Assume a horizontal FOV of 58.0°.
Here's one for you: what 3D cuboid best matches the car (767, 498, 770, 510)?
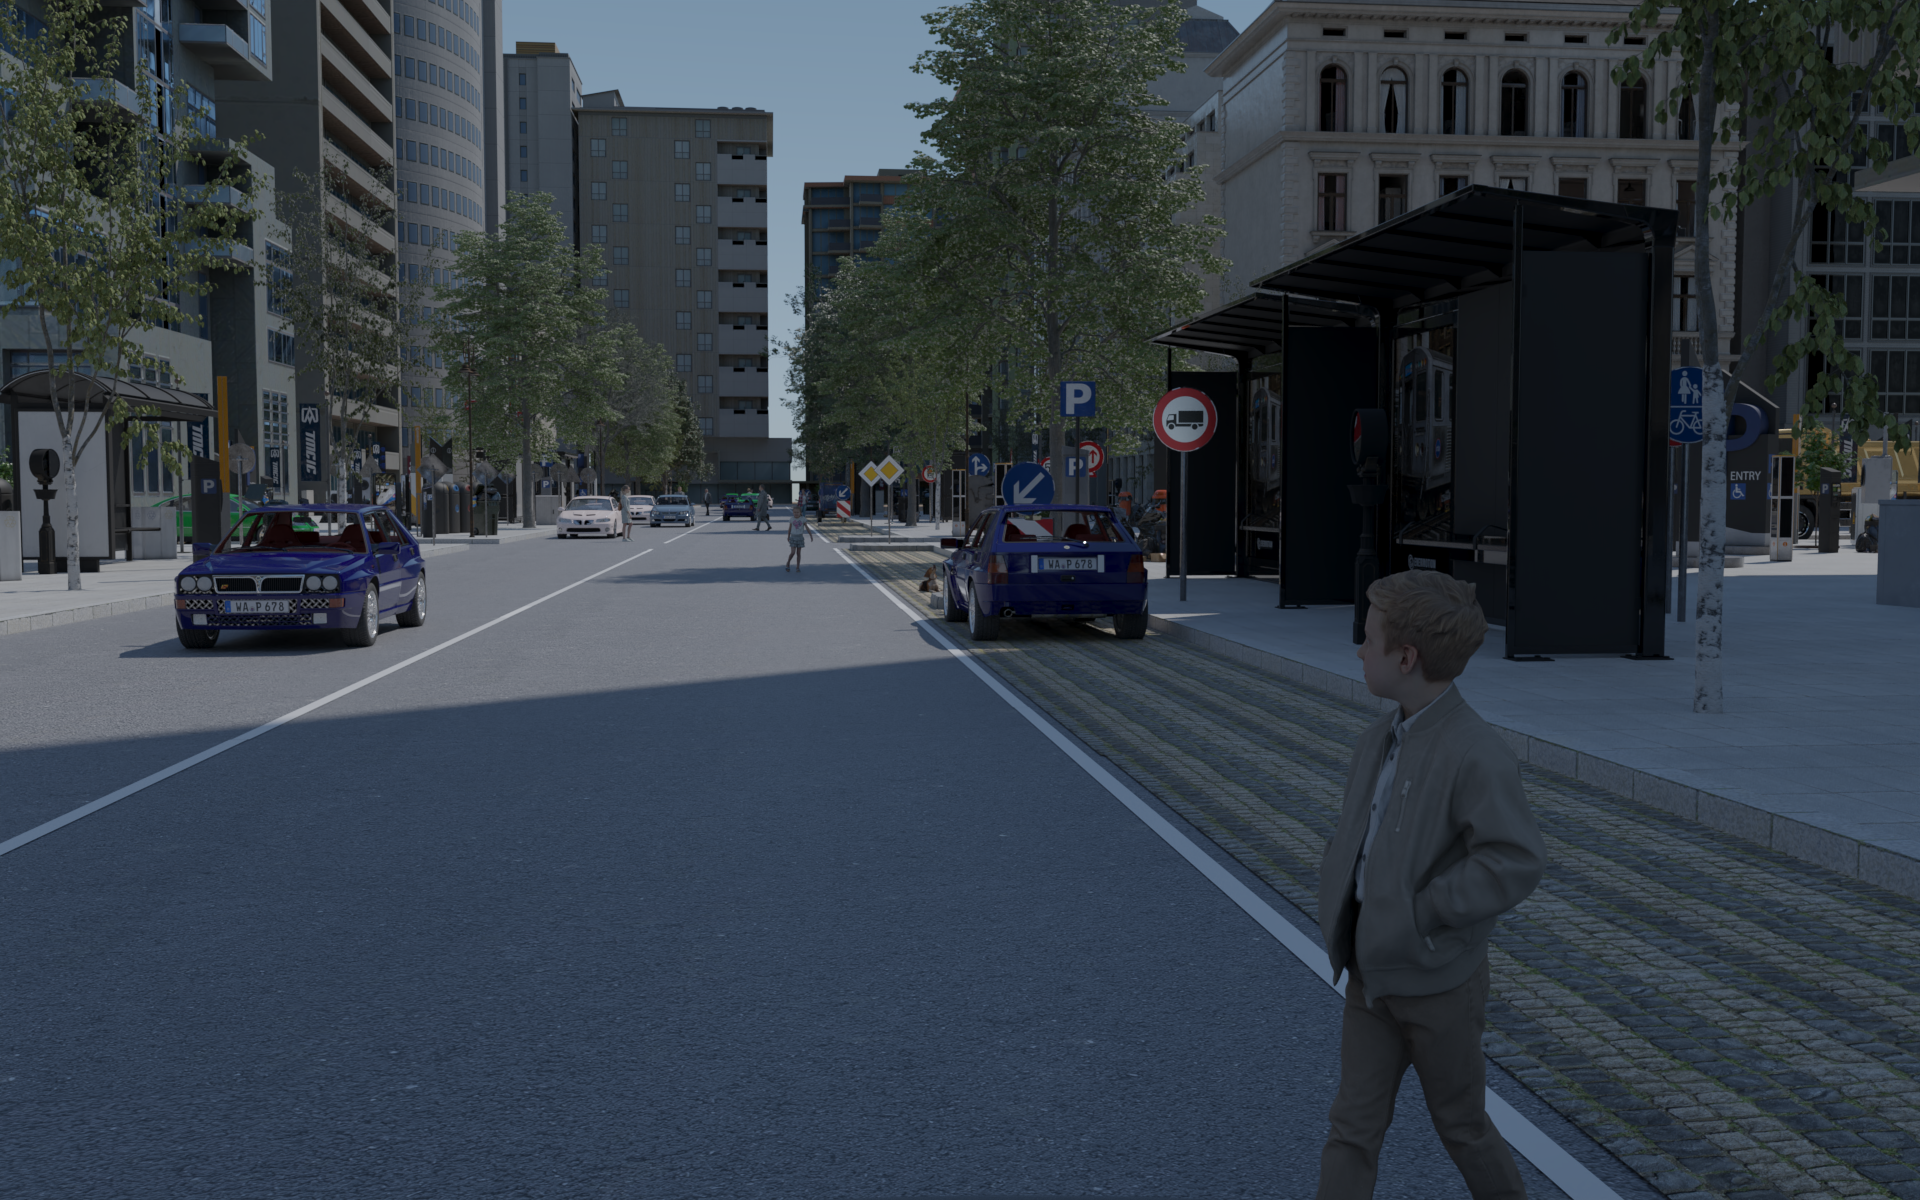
[{"bbox_3d":[-18.108,-8.785,155.638,2.014,1.417,4.499,0,4,-5],"label":"car"}]

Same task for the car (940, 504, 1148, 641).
[{"bbox_3d":[0.810,-0.346,18.237,1.945,1.354,3.894,0,4,-6],"label":"car"}]

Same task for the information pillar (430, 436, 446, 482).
[{"bbox_3d":[-21.287,-4.834,70.397,0.504,3.616,0.183,0,4,4],"label":"information pillar"}]

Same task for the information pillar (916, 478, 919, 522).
[{"bbox_3d":[-2.081,-4.596,79.631,0.304,2.012,0.304,3,5,43],"label":"information pillar"}]

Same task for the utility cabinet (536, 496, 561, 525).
[{"bbox_3d":[-16.948,-3.680,71.335,1.020,1.237,0.306,-1,4,-14],"label":"utility cabinet"}]

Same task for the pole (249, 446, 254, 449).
[{"bbox_3d":[-30.300,-4.912,74.152,0.158,3.312,0.155,0,3,0],"label":"pole"}]

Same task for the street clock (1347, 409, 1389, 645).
[{"bbox_3d":[3.474,-0.624,14.765,0.358,2.002,0.471,0,4,2],"label":"street clock"}]

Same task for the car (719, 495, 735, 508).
[{"bbox_3d":[-23.599,-10.046,176.828,1.945,1.354,3.894,0,4,-5],"label":"car"}]

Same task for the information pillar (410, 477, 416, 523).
[{"bbox_3d":[-23.646,-4.323,75.177,0.304,2.012,0.304,3,5,41],"label":"information pillar"}]

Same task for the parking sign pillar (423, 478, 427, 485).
[{"bbox_3d":[-38.018,-8.233,123.081,1.447,3.967,1.447,0,4,4],"label":"parking sign pillar"}]

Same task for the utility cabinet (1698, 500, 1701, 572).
[{"bbox_3d":[12.153,-1.033,28.059,0.306,1.237,1.020,2,4,26],"label":"utility cabinet"}]

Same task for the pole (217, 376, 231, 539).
[{"bbox_3d":[-12.793,-2.219,30.117,0.158,3.312,0.155,0,3,0],"label":"pole"}]

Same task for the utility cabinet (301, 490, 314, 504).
[{"bbox_3d":[-37.802,-5.606,100.336,0.318,1.500,1.173,0,4,-2],"label":"utility cabinet"}]

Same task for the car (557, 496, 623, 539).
[{"bbox_3d":[-12.148,-2.744,57.226,2.083,1.381,4.827,0,4,-5],"label":"car"}]

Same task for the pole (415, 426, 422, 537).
[{"bbox_3d":[-16.236,-3.552,51.919,0.158,3.312,0.155,0,3,0],"label":"pole"}]

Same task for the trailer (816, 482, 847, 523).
[{"bbox_3d":[-6.457,-4.851,86.360,1.471,1.999,3.904,0,4,-8],"label":"trailer"}]

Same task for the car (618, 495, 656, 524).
[{"bbox_3d":[-15.282,-4.288,82.472,2.083,1.381,4.827,0,4,-6],"label":"car"}]

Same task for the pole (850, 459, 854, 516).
[{"bbox_3d":[-6.345,-6.615,101.994,0.158,3.312,0.155,0,3,0],"label":"pole"}]

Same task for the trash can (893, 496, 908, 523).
[{"bbox_3d":[-2.461,-4.030,77.546,0.748,1.137,0.748,0,3,0],"label":"trash can"}]

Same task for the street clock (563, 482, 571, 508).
[{"bbox_3d":[-17.743,-4.509,78.298,0.358,2.002,0.471,-2,4,-33],"label":"street clock"}]

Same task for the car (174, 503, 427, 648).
[{"bbox_3d":[-6.519,-0.294,17.381,1.945,1.354,3.894,0,4,-7],"label":"car"}]

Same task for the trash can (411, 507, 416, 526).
[{"bbox_3d":[-22.075,-3.571,70.047,0.748,1.137,0.748,0,3,0],"label":"trash can"}]

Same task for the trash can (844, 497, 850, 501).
[{"bbox_3d":[-8.117,-6.822,123.188,0.748,1.137,0.748,0,3,0],"label":"trash can"}]

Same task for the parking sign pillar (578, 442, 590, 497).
[{"bbox_3d":[-18.123,-5.814,83.536,1.447,3.967,1.447,0,4,-7],"label":"parking sign pillar"}]

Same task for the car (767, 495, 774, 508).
[{"bbox_3d":[-20.492,-10.291,180.611,2.083,1.381,4.827,0,4,-5],"label":"car"}]

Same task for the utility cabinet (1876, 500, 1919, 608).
[{"bbox_3d":[10.916,-0.521,19.677,0.306,1.237,1.020,-1,4,-13],"label":"utility cabinet"}]

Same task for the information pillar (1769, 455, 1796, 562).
[{"bbox_3d":[15.604,-1.735,32.864,0.304,2.012,0.304,0,4,-2],"label":"information pillar"}]

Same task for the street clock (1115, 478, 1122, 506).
[{"bbox_3d":[7.178,-4.515,78.389,0.358,2.002,0.471,-1,4,-8],"label":"street clock"}]

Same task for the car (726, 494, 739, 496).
[{"bbox_3d":[-25.201,-11.179,191.572,1.959,1.807,4.718,0,4,-5],"label":"car"}]

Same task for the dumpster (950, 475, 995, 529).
[{"bbox_3d":[0.408,-2.905,53.252,1.264,1.857,1.865,0,4,-6],"label":"dumpster"}]

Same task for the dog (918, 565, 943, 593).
[{"bbox_3d":[-0.372,-0.313,25.318,0.550,0.427,0.748,2,4,25],"label":"dog"}]

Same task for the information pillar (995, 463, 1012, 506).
[{"bbox_3d":[1.040,-2.245,41.197,0.304,2.012,0.304,2,4,33],"label":"information pillar"}]

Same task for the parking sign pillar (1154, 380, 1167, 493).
[{"bbox_3d":[5.004,-3.253,41.663,1.447,3.967,1.447,1,4,18],"label":"parking sign pillar"}]

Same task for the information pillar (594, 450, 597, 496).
[{"bbox_3d":[-19.451,-6.181,92.417,0.183,3.616,0.504,0,4,-6],"label":"information pillar"}]

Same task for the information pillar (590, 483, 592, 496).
[{"bbox_3d":[-20.186,-5.481,94.107,0.304,2.012,0.304,1,4,12],"label":"information pillar"}]

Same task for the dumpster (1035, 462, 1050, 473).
[{"bbox_3d":[2.503,-3.108,53.314,1.502,2.255,1.985,0,4,-6],"label":"dumpster"}]

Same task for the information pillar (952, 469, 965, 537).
[{"bbox_3d":[-0.031,-2.892,51.780,0.304,2.012,0.304,2,4,33],"label":"information pillar"}]

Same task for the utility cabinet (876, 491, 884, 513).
[{"bbox_3d":[-5.793,-6.698,118.193,1.173,1.500,0.318,0,4,1],"label":"utility cabinet"}]

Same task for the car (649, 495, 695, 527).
[{"bbox_3d":[-12.606,-3.916,76.027,2.014,1.417,4.499,0,4,-5],"label":"car"}]

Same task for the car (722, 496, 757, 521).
[{"bbox_3d":[-11.810,-4.921,93.036,1.945,1.354,3.894,0,4,-4],"label":"car"}]

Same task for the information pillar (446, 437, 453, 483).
[{"bbox_3d":[-21.111,-4.893,71.363,0.183,3.616,0.504,3,5,40],"label":"information pillar"}]

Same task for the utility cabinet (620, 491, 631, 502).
[{"bbox_3d":[-20.959,-6.104,108.485,0.318,1.500,1.173,0,4,6],"label":"utility cabinet"}]

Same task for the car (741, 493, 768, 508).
[{"bbox_3d":[-13.054,-6.108,108.665,1.959,1.807,4.718,0,4,-5],"label":"car"}]

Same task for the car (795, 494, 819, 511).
[{"bbox_3d":[-11.404,-7.380,130.454,2.009,1.686,4.222,0,4,-7],"label":"car"}]

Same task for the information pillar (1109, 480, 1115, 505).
[{"bbox_3d":[7.892,-5.243,90.217,0.304,2.012,0.304,3,4,36],"label":"information pillar"}]

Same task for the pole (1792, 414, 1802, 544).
[{"bbox_3d":[21.365,-3.085,44.278,0.158,3.312,0.155,0,3,0],"label":"pole"}]

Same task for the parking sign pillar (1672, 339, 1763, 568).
[{"bbox_3d":[13.101,-2.575,30.571,1.447,3.967,1.447,3,5,40],"label":"parking sign pillar"}]

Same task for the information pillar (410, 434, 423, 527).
[{"bbox_3d":[-21.183,-4.663,67.589,0.504,3.616,0.183,1,4,15],"label":"information pillar"}]

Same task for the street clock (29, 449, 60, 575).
[{"bbox_3d":[-14.591,-1.412,27.652,0.358,2.002,0.471,0,4,5],"label":"street clock"}]

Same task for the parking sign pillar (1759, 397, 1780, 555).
[{"bbox_3d":[16.723,-2.964,36.935,1.447,3.967,1.447,-2,4,-34],"label":"parking sign pillar"}]

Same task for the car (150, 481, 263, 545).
[{"bbox_3d":[-19.363,-2.250,45.591,4.718,1.807,1.959,0,4,-6],"label":"car"}]
